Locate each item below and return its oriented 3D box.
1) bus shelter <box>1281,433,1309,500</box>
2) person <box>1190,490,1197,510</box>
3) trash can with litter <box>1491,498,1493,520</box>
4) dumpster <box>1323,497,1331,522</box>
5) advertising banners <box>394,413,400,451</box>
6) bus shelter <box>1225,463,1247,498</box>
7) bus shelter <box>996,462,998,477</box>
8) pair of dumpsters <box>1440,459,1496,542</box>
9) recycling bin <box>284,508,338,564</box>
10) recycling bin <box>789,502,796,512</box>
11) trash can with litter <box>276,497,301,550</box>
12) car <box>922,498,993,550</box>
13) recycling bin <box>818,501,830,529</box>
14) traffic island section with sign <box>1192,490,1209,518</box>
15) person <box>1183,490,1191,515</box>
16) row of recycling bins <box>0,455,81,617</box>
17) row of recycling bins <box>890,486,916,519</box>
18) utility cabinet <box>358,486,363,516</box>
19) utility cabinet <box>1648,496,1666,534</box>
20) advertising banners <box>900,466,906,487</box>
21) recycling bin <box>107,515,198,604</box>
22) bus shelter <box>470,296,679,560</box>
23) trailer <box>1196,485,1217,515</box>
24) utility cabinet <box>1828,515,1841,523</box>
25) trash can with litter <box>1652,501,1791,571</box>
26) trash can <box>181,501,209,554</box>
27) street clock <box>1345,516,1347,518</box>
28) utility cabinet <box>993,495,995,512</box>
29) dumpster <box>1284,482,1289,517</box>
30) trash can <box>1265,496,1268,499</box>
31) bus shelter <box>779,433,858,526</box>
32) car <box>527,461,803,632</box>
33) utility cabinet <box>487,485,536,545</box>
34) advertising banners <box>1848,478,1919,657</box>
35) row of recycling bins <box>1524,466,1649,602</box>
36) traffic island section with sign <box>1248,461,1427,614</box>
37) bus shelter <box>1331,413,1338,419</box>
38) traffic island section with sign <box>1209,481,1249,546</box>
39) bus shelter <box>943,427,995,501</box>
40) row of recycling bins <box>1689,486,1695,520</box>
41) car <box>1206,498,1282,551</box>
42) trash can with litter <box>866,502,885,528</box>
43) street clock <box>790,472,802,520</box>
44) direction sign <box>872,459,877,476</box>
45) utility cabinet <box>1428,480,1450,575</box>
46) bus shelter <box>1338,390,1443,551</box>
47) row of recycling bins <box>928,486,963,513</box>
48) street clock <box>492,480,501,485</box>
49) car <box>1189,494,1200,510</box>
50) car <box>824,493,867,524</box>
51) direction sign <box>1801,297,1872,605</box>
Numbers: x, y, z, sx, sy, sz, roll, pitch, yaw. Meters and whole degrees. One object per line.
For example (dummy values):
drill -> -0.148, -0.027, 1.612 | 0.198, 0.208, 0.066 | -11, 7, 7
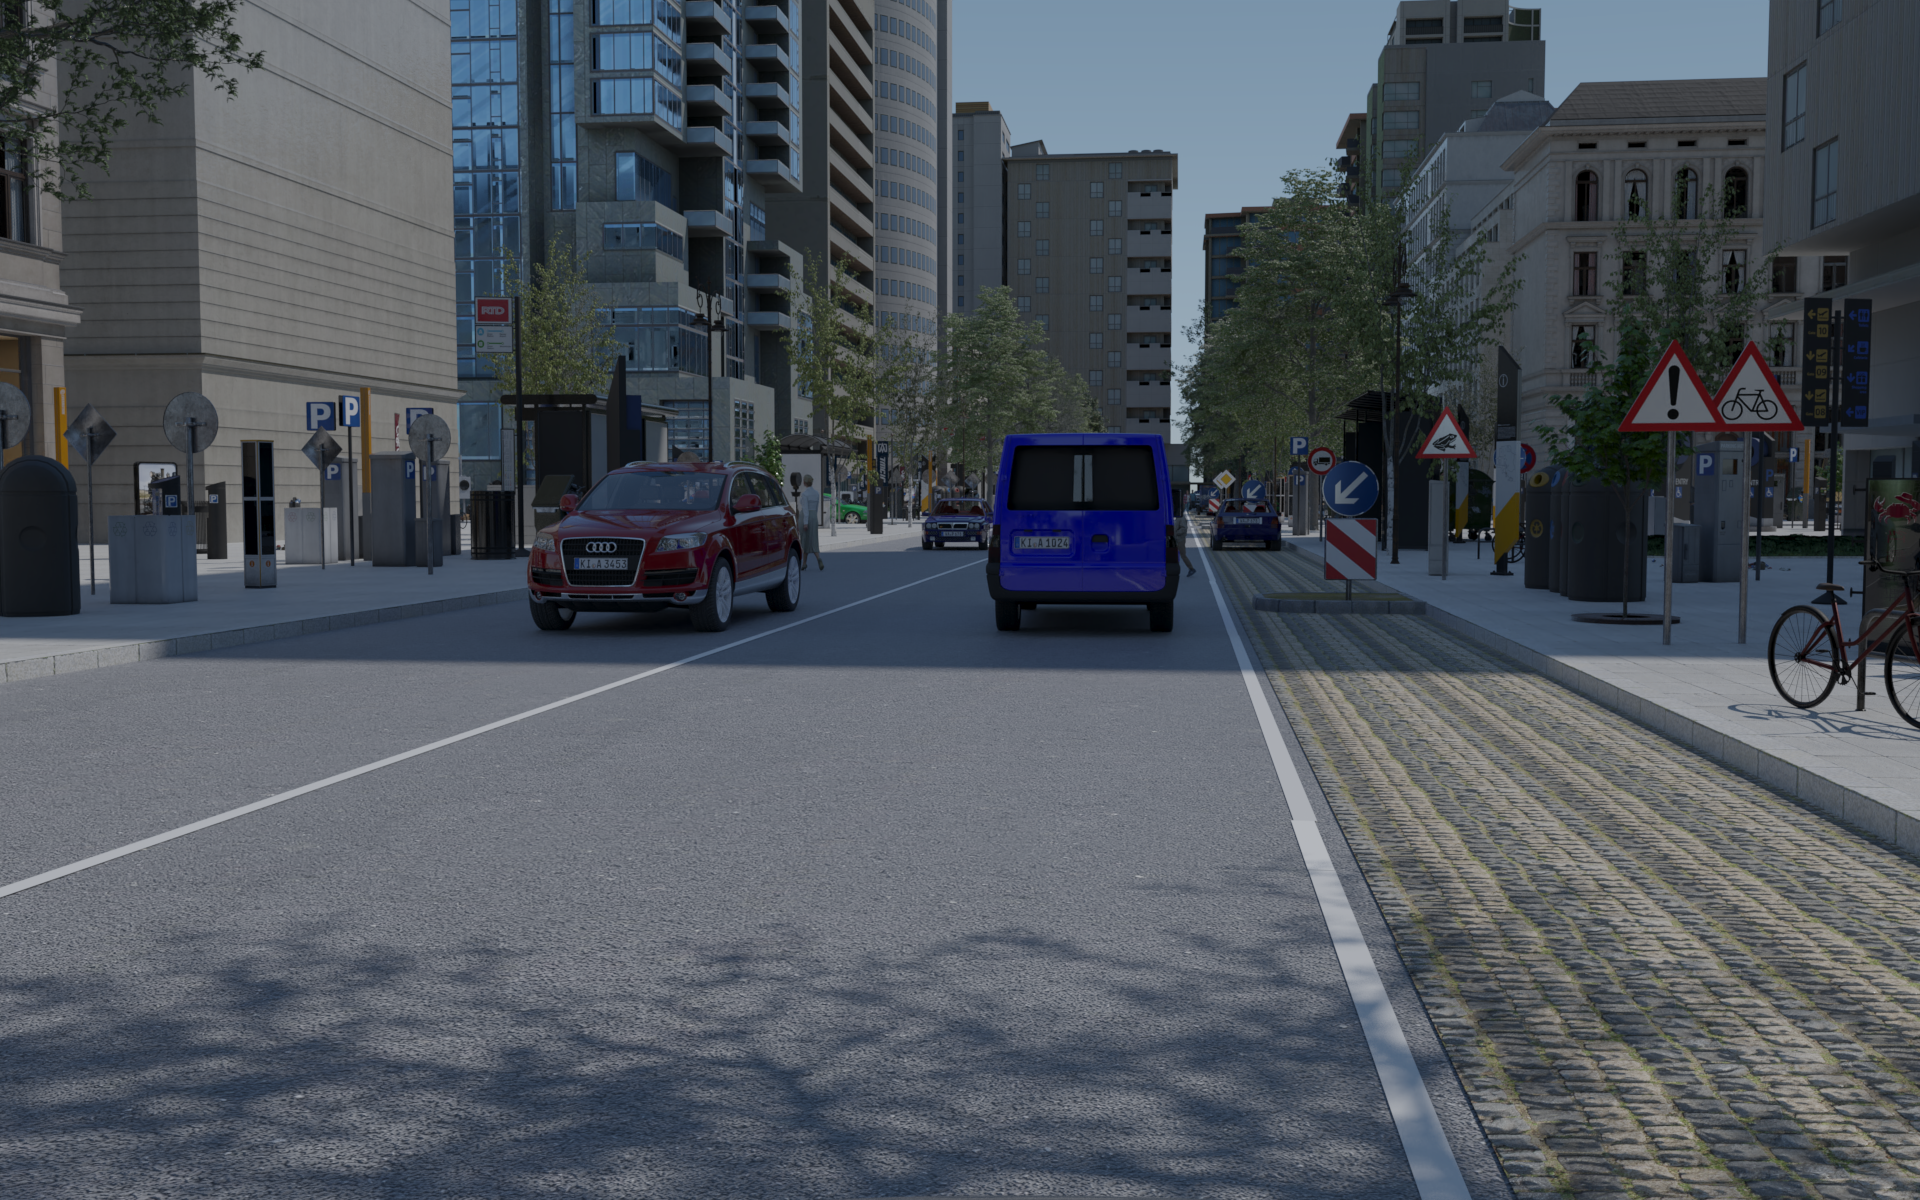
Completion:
bus shelter -> 21.012, -7.932, 107.313 | 2.179, 5.291, 8.768 | 0, 4, 7
person -> 20.441, -8.772, 151.946 | 0.660, 1.820, 0.620 | 0, 3, 0
trash can with litter -> 26.956, -4.611, 86.775 | 0.624, 1.170, 1.055 | 1, 4, 21
dumpster -> 17.150, -4.647, 78.468 | 1.502, 2.255, 1.985 | 0, 4, 7
advertising banners -> -12.080, -2.483, 36.786 | 0.090, 3.025, 2.074 | 0, 4, -7
bus shelter -> 21.152, -8.633, 132.431 | 1.731, 3.624, 6.357 | 0, 4, 7
bus shelter -> 2.366, -8.429, 115.441 | 2.179, 5.291, 8.768 | 0, 4, 7
pair of dumpsters -> 13.881, -2.810, 48.431 | 1.574, 2.255, 4.437 | 0, 4, 7
recycling bin -> -11.951, -1.184, 31.907 | 0.722, 1.027, 0.722 | 0, 4, 3
recycling bin -> -6.435, -3.075, 62.833 | 0.722, 1.027, 0.722 | -2, 4, -32
trash can with litter -> -15.316, -1.787, 40.282 | 1.678, 1.210, 2.233 | -1, 4, -16
car -> 0.022, -2.020, 45.601 | 1.945, 1.354, 3.894 | 0, 4, 6
recycling bin -> -5.296, -3.159, 64.204 | 0.722, 1.027, 0.722 | -3, 5, -43
traffic island section with sign -> 14.987, -5.775, 103.043 | 1.989, 1.847, 2.006 | 0, 4, 7
person -> 15.360, -6.599, 117.224 | 0.563, 1.720, 0.643 | -1, 4, -23
row of recycling bins -> -11.127, -0.700, 18.558 | 3.534, 1.692, 1.069 | 1, 4, 9
row of recycling bins -> -3.016, -5.212, 92.326 | 1.069, 1.692, 3.534 | -1, 4, -13
utility cabinet -> -15.865, -2.301, 46.299 | 1.173, 1.500, 0.318 | -3, 4, -36
utility cabinet -> 20.666, -2.477, 51.668 | 0.306, 1.237, 1.020 | 3, 5, 40
advertising banners -> -4.266, -6.955, 109.905 | 2.074, 3.025, 0.090 | 2, 4, 26
recycling bin -> -9.542, -0.485, 20.487 | 0.722, 1.027, 0.722 | 0, 4, 6
bus shelter -> -8.439, -3.679, 37.790 | 2.179, 5.291, 8.768 | 0, 4, 7
trailer -> 16.104, -6.461, 112.687 | 1.471, 1.999, 3.904 | 0, 4, 5
utility cabinet -> 39.096, -4.015, 76.815 | 1.020, 1.237, 0.306 | 1, 4, 16
trash can with litter -> 13.333, -1.152, 29.897 | 1.678, 1.210, 2.233 | -1, 4, -14
trash can -> -16.370, -1.561, 37.180 | 0.748, 1.137, 0.748 | 0, 3, 0
street clock -> 9.142, -2.212, 40.744 | 0.358, 2.002, 0.471 | 1, 4, 15
utility cabinet -> 2.406, -5.464, 100.499 | 1.020, 1.237, 0.306 | 0, 4, -1
dumpster -> 15.096, -4.473, 78.892 | 1.264, 1.857, 1.865 | 0, 4, 7
trash can -> 23.512, -7.466, 133.722 | 0.748, 1.137, 0.748 | 0, 3, 0
bus shelter -> -5.049, -4.075, 60.546 | 2.014, 3.302, 5.546 | 0, 4, 7
car -> -3.218, -0.680, 19.789 | 2.281, 1.827, 5.304 | 0, 4, 8
utility cabinet -> -11.172, -2.112, 43.206 | 1.173, 1.500, 0.318 | -1, 4, -12
advertising banners -> 8.001, -1.044, 13.258 | 2.074, 3.025, 0.090 | 3, 4, 37
row of recycling bins -> 8.012, -0.921, 22.177 | 1.069, 1.692, 3.534 | 0, 4, 8
traffic island section with sign -> 4.666, -0.789, 21.525 | 1.989, 1.847, 2.006 | 0, 4, 7
bus shelter -> 11.622, -3.529, 48.990 | 1.731, 3.624, 6.357 | 0, 4, 7
traffic island section with sign -> 8.070, -2.434, 48.423 | 1.989, 1.847, 2.006 | 0, 4, 7
bus shelter -> 0.383, -7.832, 105.690 | 2.179, 5.291, 8.768 | 0, 4, 7
row of recycling bins -> 35.681, -4.775, 85.176 | 1.069, 1.692, 3.534 | 2, 4, 31
car -> 7.350, -1.967, 44.738 | 1.945, 1.354, 3.894 | 0, 4, 7
trash can with litter -> -3.259, -3.348, 66.124 | 0.624, 1.170, 1.055 | 1, 4, 9
street clock -> -5.438, -3.235, 57.459 | 0.358, 2.002, 0.471 | 1, 4, 19
direction sign -> -5.286, -7.274, 110.933 | 0.876, 3.537, 0.379 | 0, 4, -6
utility cabinet -> 7.652, -1.161, 27.656 | 0.318, 1.500, 1.173 | 1, 4, 14
bus shelter -> 10.420, -3.106, 42.061 | 1.731, 3.624, 6.357 | 0, 4, 7
row of recycling bins -> -0.635, -4.846, 86.342 | 1.069, 1.692, 3.534 | 2, 4, 24
street clock -> -23.719, -5.148, 88.733 | 0.471, 2.002, 0.358 | -2, 4, -34
car -> 21.527, -8.987, 156.725 | 2.009, 1.686, 4.222 | 0, 4, 7
car -> -5.919, -4.111, 76.014 | 4.718, 1.807, 1.959 | 0, 4, 8
direction sign -> 10.148, -1.720, 20.114 | 0.876, 3.537, 0.379 | -1, 4, -12
